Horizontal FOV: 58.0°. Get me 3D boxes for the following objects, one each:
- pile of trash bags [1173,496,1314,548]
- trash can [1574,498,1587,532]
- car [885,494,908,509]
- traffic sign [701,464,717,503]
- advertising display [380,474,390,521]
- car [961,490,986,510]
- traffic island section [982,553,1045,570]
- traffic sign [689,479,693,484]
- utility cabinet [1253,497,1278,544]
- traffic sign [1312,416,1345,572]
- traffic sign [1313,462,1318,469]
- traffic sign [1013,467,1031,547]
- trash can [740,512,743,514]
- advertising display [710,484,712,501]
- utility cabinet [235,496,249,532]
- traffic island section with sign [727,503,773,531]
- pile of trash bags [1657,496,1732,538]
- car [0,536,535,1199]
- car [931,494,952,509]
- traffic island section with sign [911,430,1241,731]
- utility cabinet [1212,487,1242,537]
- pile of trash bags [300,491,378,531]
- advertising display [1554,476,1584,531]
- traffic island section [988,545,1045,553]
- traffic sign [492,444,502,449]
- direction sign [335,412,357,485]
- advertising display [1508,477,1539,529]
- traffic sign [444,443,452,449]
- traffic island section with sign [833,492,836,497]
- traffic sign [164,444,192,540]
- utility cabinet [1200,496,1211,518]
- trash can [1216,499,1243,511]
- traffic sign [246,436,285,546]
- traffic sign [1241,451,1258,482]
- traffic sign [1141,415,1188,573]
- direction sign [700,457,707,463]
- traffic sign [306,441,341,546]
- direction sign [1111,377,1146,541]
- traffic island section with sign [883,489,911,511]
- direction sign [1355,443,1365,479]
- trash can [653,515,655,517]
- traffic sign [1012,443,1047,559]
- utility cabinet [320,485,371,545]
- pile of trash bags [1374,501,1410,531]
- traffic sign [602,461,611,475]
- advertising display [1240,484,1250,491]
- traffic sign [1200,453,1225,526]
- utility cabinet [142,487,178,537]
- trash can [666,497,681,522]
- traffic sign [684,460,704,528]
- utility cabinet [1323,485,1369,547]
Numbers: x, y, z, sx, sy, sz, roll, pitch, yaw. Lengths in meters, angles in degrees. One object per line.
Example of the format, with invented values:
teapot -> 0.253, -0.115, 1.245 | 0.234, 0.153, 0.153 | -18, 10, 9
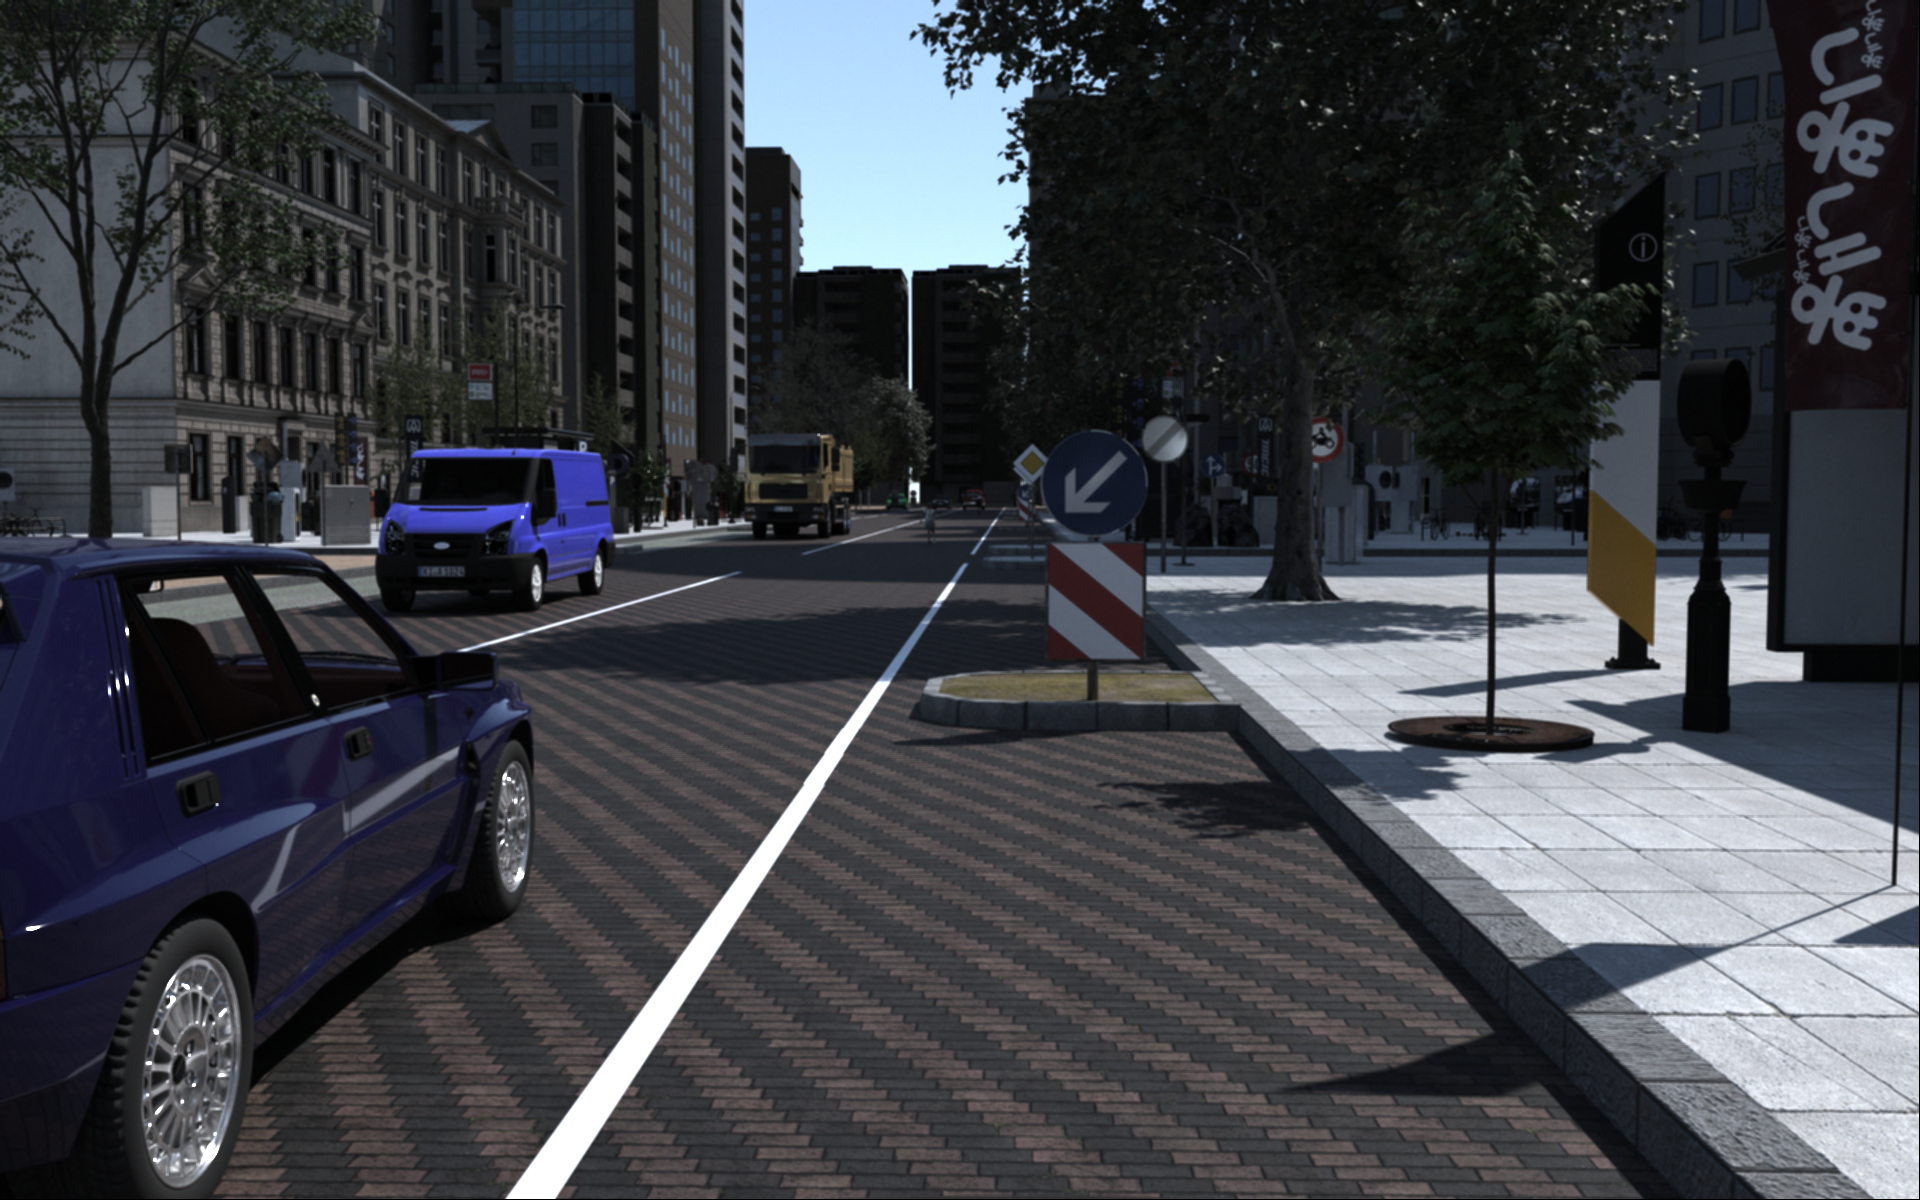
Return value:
pile of trash bags -> 6.899, -1.987, 42.243 | 3.447, 1.369, 1.912 | 1, 4, 10
trash can -> 21.085, -2.867, 58.528 | 0.748, 1.137, 0.748 | 0, 3, 0
car -> -5.482, -8.663, 150.442 | 1.959, 1.807, 4.718 | 0, 4, 1
traffic sign -> -10.496, -4.412, 72.245 | 0.768, 2.556, 0.104 | 0, 4, 5
advertising display -> -18.347, -3.063, 55.291 | 0.123, 1.923, 0.974 | -2, 4, -27
car -> 1.261, -9.200, 159.093 | 2.281, 1.827, 5.304 | 0, 3, 0
traffic island section -> 1.451, -0.732, 34.246 | 2.009, 0.180, 2.903 | 0, 4, 2
traffic sign -> -14.230, -5.683, 93.029 | 0.768, 2.556, 0.104 | 0, 4, 8
utility cabinet -> 8.027, -2.028, 44.319 | 1.020, 1.237, 0.306 | -1, 4, -20
traffic sign -> 5.907, -1.730, 28.397 | 0.768, 2.556, 0.104 | 1, 4, 9
traffic sign -> 6.030, -1.732, 30.452 | 0.606, 2.300, 0.079 | 1, 4, 10
traffic sign -> 1.676, -2.355, 42.150 | 0.795, 2.450, 0.064 | 0, 4, 2
trash can -> -13.134, -5.542, 102.270 | 0.748, 1.137, 0.748 | 0, 3, 0
advertising display -> -15.552, -6.270, 107.734 | 0.123, 1.923, 0.974 | 0, 4, 1
utility cabinet -> -24.698, -2.948, 59.355 | 0.306, 1.237, 1.020 | 0, 4, -6
traffic island section with sign -> -7.893, -3.579, 67.145 | 1.989, 1.847, 2.006 | 0, 4, 2
pile of trash bags -> 21.097, -2.543, 51.330 | 3.447, 1.369, 1.912 | 2, 4, 31
car -> -2.355, 0.483, 4.690 | 1.945, 1.354, 3.894 | 0, 4, 0
car -> -1.714, -9.412, 163.672 | 2.009, 1.686, 4.222 | 0, 4, 3
traffic island section with sign -> 0.747, -0.174, 11.465 | 1.989, 1.847, 2.006 | 0, 4, 2
utility cabinet -> 7.886, -2.596, 51.130 | 0.318, 1.500, 1.173 | -1, 4, -21
pile of trash bags -> -21.400, -3.068, 59.910 | 3.447, 1.369, 1.912 | 2, 4, 25
advertising display -> 21.252, -3.377, 60.434 | 0.974, 1.923, 0.123 | 1, 4, 14
traffic island section -> 1.699, -1.220, 42.227 | 2.009, 0.180, 2.903 | 0, 4, 2
traffic sign -> -9.212, -1.889, 34.520 | 0.795, 2.450, 0.064 | 0, 4, 2
direction sign -> -17.097, -3.443, 48.298 | 0.379, 3.537, 0.876 | 1, 4, 19
advertising display -> 20.786, -3.599, 64.062 | 0.974, 1.923, 0.123 | 0, 4, 5
traffic sign -> -12.950, -2.680, 43.826 | 0.884, 2.594, 0.081 | 1, 4, 8
traffic island section with sign -> -7.047, -5.227, 94.087 | 1.989, 1.847, 2.006 | 0, 4, 2
traffic sign -> -16.069, -2.048, 35.614 | 0.606, 2.300, 0.079 | 1, 4, 9
utility cabinet -> 8.424, -2.878, 58.210 | 0.306, 1.237, 1.020 | -1, 4, -16
trash can -> 7.530, -2.249, 48.427 | 0.748, 1.137, 0.748 | 0, 3, 0
traffic sign -> -13.778, -2.030, 34.373 | 0.795, 2.450, 0.064 | 0, 4, 6
traffic sign -> 8.781, -3.158, 51.736 | 0.768, 2.556, 0.104 | 0, 4, 7
traffic sign -> 3.318, -1.717, 28.180 | 0.768, 2.556, 0.104 | 0, 4, 3
direction sign -> -15.578, -6.929, 105.292 | 0.379, 3.537, 0.876 | 1, 4, 21
traffic sign -> -15.559, -2.589, 42.331 | 0.884, 2.594, 0.081 | 0, 4, 7
direction sign -> 3.149, -2.479, 32.521 | 0.379, 3.537, 0.876 | -3, 5, -40
traffic island section with sign -> -5.430, -8.398, 145.927 | 1.989, 1.847, 2.006 | 0, 4, 2
direction sign -> 17.676, -5.179, 76.681 | 0.379, 3.537, 0.876 | -1, 4, -13
trash can -> -17.417, -5.229, 97.143 | 0.748, 1.137, 0.748 | 0, 3, 0
traffic sign -> 1.427, -1.867, 34.169 | 0.795, 2.450, 0.064 | 0, 4, 2
utility cabinet -> -15.361, -2.119, 43.318 | 0.318, 1.500, 1.173 | 3, 5, 44
pile of trash bags -> 14.930, -3.161, 61.438 | 1.912, 1.369, 3.447 | 0, 4, 6
traffic sign -> -8.963, -2.377, 42.501 | 0.795, 2.450, 0.064 | 0, 4, 2
advertising display -> 18.274, -6.436, 110.443 | 0.974, 1.923, 0.123 | 3, 5, 44
traffic sign -> 7.882, -3.302, 54.101 | 0.768, 2.556, 0.104 | 0, 4, 6
utility cabinet -> -23.996, -2.645, 51.925 | 0.318, 1.500, 1.173 | 1, 4, 13
trash can -> -13.452, -4.249, 81.128 | 0.748, 1.137, 0.748 | 0, 3, 0
traffic sign -> -9.959, -3.961, 64.873 | 0.768, 2.556, 0.104 | 0, 4, 4
utility cabinet -> 9.285, -2.036, 41.973 | 1.173, 1.500, 0.318 | 2, 4, 34
